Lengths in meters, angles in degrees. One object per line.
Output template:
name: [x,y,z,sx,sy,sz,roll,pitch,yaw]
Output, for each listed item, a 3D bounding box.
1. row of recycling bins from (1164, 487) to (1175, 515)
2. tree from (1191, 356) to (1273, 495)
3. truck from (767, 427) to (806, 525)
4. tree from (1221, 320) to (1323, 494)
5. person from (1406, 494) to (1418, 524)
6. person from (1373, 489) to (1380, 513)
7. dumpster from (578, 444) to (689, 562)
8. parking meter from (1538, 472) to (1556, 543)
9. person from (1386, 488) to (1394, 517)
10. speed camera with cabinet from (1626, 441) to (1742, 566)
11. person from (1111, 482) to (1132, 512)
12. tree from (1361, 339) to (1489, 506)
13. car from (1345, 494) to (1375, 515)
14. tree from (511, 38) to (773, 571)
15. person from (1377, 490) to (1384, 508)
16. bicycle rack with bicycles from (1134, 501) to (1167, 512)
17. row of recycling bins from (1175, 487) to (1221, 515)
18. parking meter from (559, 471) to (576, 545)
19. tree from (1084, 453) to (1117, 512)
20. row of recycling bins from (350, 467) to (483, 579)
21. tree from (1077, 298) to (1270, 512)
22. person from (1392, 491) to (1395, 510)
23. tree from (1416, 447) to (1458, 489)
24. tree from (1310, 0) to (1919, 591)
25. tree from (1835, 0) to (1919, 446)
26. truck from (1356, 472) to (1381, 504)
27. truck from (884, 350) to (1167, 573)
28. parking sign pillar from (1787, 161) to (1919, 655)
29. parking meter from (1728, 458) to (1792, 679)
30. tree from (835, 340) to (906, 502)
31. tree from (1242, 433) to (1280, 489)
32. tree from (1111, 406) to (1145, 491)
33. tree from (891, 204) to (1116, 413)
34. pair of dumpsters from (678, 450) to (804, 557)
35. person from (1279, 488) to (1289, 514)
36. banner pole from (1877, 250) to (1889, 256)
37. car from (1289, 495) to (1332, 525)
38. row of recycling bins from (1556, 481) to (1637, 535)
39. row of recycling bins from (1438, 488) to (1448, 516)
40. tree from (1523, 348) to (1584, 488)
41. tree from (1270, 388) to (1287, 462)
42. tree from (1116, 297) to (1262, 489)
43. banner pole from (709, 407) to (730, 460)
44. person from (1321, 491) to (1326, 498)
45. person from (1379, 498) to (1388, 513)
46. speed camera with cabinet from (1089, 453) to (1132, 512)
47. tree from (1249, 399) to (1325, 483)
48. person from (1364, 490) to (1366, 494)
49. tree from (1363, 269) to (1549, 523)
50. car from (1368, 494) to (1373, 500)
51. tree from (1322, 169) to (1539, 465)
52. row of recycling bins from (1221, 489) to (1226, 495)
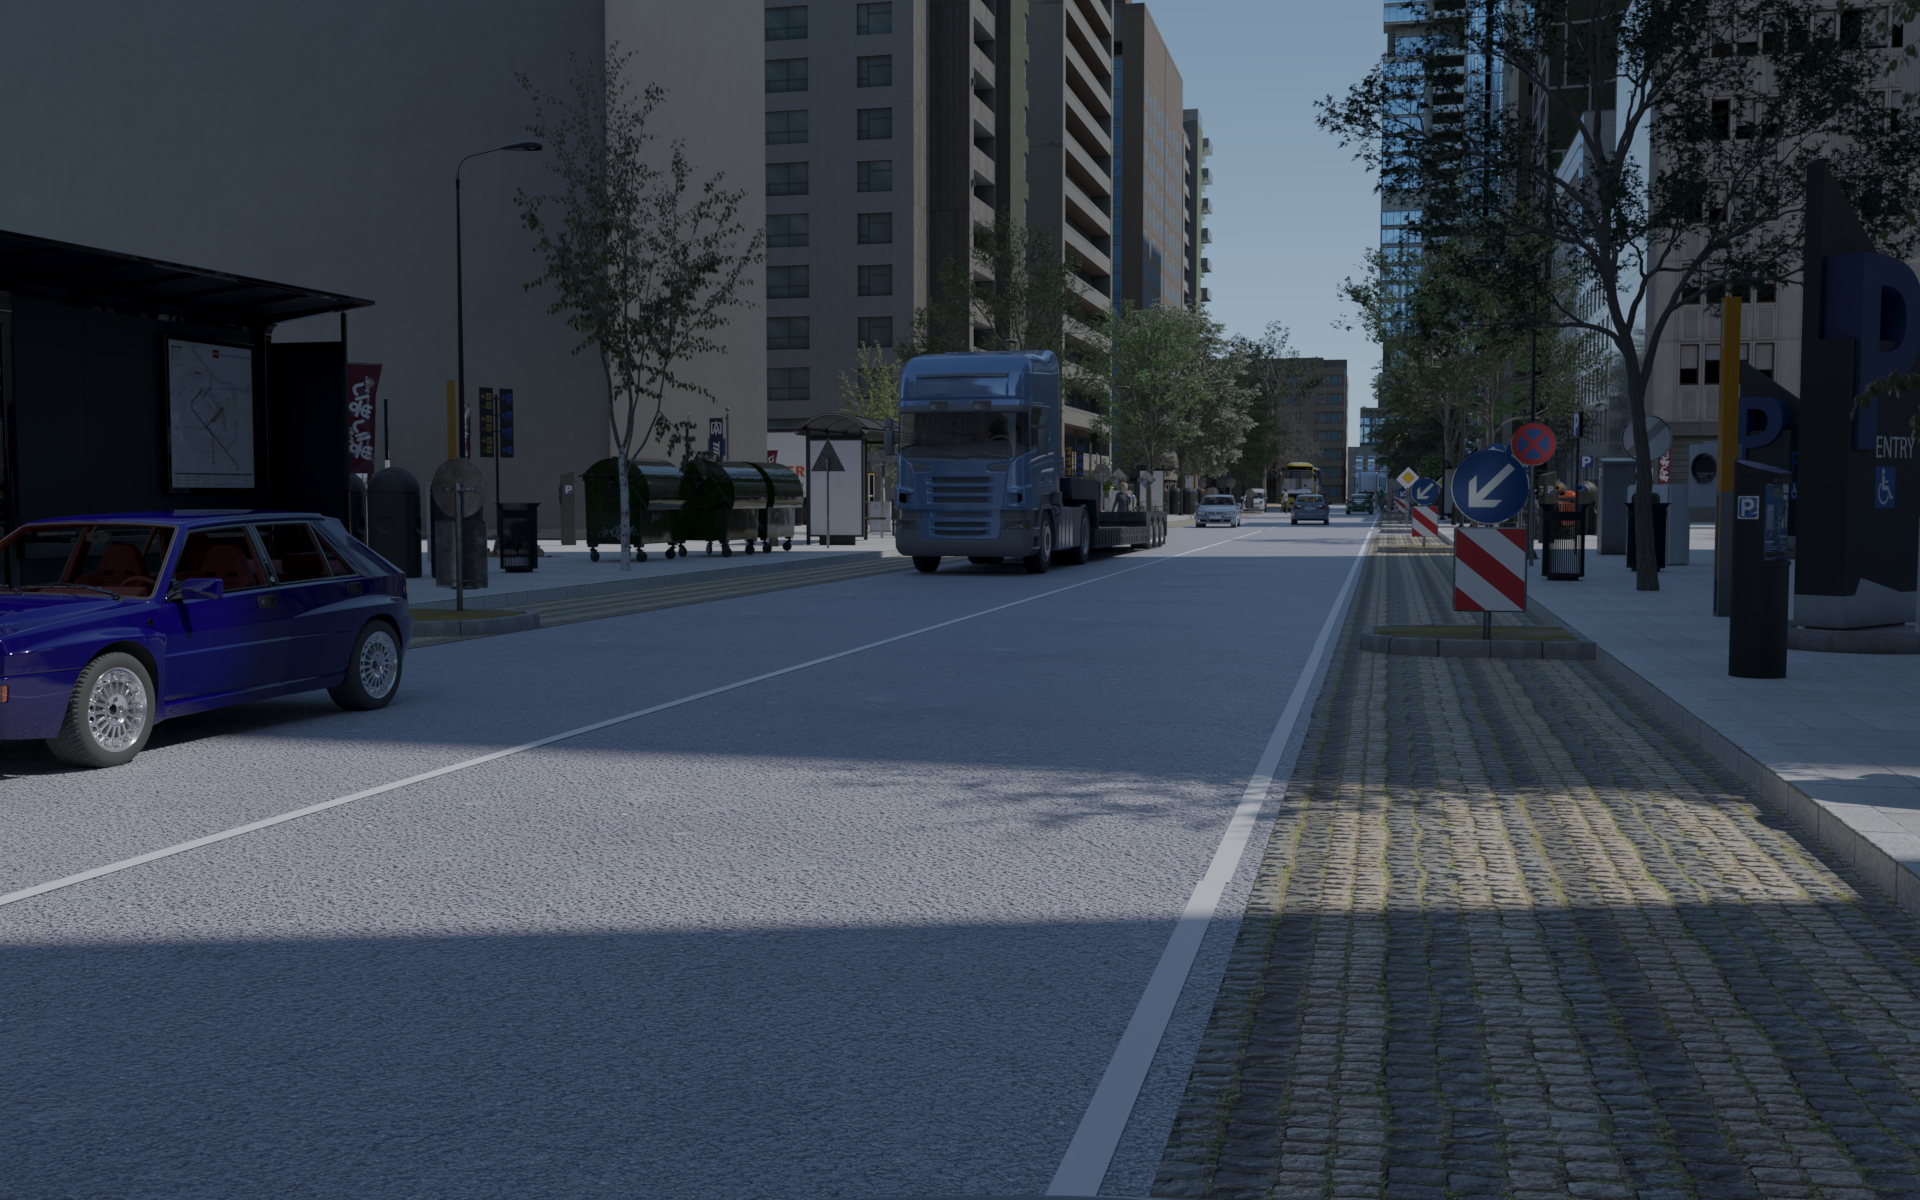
row of recycling bins: [12.584,-6.434,112.311,1.069,1.692,3.534,2,4,29]
tree: [22.036,-13.760,143.103,7.486,12.596,7.792,0,3,0]
truck: [-9.937,-5.264,74.972,11.283,4.237,2.839,1,4,16]
tree: [34.067,-20.221,186.507,12.611,20.169,13.585,0,3,0]
person: [21.447,-4.467,81.886,0.721,1.781,0.623,-2,4,-30]
person: [30.376,-7.204,126.632,0.624,1.780,0.694,3,5,41]
dumpster: [-6.271,-1.884,33.291,1.502,2.255,1.985,1,4,14]
parking meter: [15.267,-2.407,45.066,0.399,1.863,0.255,-1,4,-16]
person: [26.739,-6.037,107.553,0.599,1.781,0.374,-1,4,-18]
speed camera with cabinet: [12.886,-2.235,30.883,0.660,3.252,2.038,-2,4,-26]
person: [4.605,-2.478,49.441,0.534,1.772,0.576,3,5,40]
tree: [35.828,-13.865,133.344,9.857,13.997,8.962,0,3,0]
car: [28.287,-6.774,122.560,2.131,1.459,4.920,1,4,14]
tree: [-5.459,-4.779,28.499,4.360,8.622,3.978,0,3,0]
person: [33.981,-8.003,139.603,0.600,1.795,0.529,-1,4,-18]
bicycle rack with bicycles: [10.086,-4.991,94.980,2.852,0.926,2.925,-1,4,-21]
row of recycling bins: [16.132,-6.808,118.416,3.534,1.692,1.069,-3,5,-43]
parking meter: [-9.817,-2.300,43.312,0.399,1.863,0.255,-1,4,-21]
tree: [6.911,-5.376,82.497,1.663,3.219,1.824,0,3,0]
row of recycling bins: [-9.081,-1.194,26.633,3.534,1.692,1.069,0,4,1]
tree: [10.004,-10.135,91.469,9.928,11.665,9.643,0,3,0]
person: [38.112,-8.741,152.349,0.436,1.711,0.756,1,4,19]
tree: [33.620,-8.416,121.311,4.285,4.588,4.351,0,3,0]
tree: [9.184,-5.423,23.073,8.767,10.594,7.601,0,4,1]
tree: [6.393,-3.598,9.194,4.360,8.622,3.978,0,3,0]
truck: [48.482,-13.204,205.636,2.967,4.110,18.799,1,4,13]
truck: [2.148,-2.969,38.310,2.967,4.110,18.799,1,4,14]
parking sign pillar: [7.523,-1.588,14.438,1.447,3.967,1.447,-3,4,-37]
parking meter: [5.613,-0.229,12.149,0.372,1.533,0.369,0,3,0]
tree: [-3.777,-8.049,81.963,4.737,8.622,4.395,0,3,0]
tree: [28.551,-13.170,165.690,4.360,8.622,3.978,0,3,0]
tree: [13.493,-11.729,142.126,4.737,8.622,4.395,0,3,0]
tree: [1.329,-7.488,56.836,8.767,10.594,7.601,2,4,27]
pair of dumpsters: [-4.758,-2.110,36.987,1.574,2.255,4.437,1,4,14]
person: [23.034,-7.014,123.032,0.795,1.843,0.661,1,4,16]
banner pole: [9.357,-1.715,18.058,0.401,3.779,0.863,-1,4,-20]
car: [16.561,-4.272,81.848,2.014,1.417,4.499,1,4,13]
row of recycling bins: [19.966,-2.889,54.351,1.069,1.692,3.534,-3,5,-44]
row of recycling bins: [30.649,-6.133,107.379,1.069,1.692,3.534,0,4,-7]
tree: [29.231,-8.194,84.330,4.360,8.622,3.978,0,3,0]
tree: [25.448,-14.068,155.774,9.928,11.665,9.643,0,3,0]
tree: [14.515,-12.558,111.985,9.857,13.997,8.962,0,3,0]
banner pole: [-6.894,-3.670,50.015,0.863,3.779,0.401,2,4,26]
person: [37.314,-10.343,178.061,0.683,1.767,0.568,1,4,10]
person: [31.223,-6.965,127.884,0.738,1.151,1.012,-3,5,-43]
speed camera with cabinet: [7.331,-5.505,84.350,2.038,3.252,0.660,0,4,-2]
tree: [40.203,-18.706,216.205,12.009,13.543,11.850,0,3,0]
person: [40.056,-9.943,171.054,0.705,1.826,1.348,-1,4,-18]
tree: [22.231,-9.282,77.510,9.928,11.665,9.643,0,3,0]
car: [42.735,-10.546,182.216,2.009,1.686,4.222,1,4,16]
tree: [28.524,-15.143,103.479,12.611,20.169,13.585,0,3,0]
row of recycling bins: [21.453,-8.417,144.735,1.069,1.692,3.534,1,4,23]
